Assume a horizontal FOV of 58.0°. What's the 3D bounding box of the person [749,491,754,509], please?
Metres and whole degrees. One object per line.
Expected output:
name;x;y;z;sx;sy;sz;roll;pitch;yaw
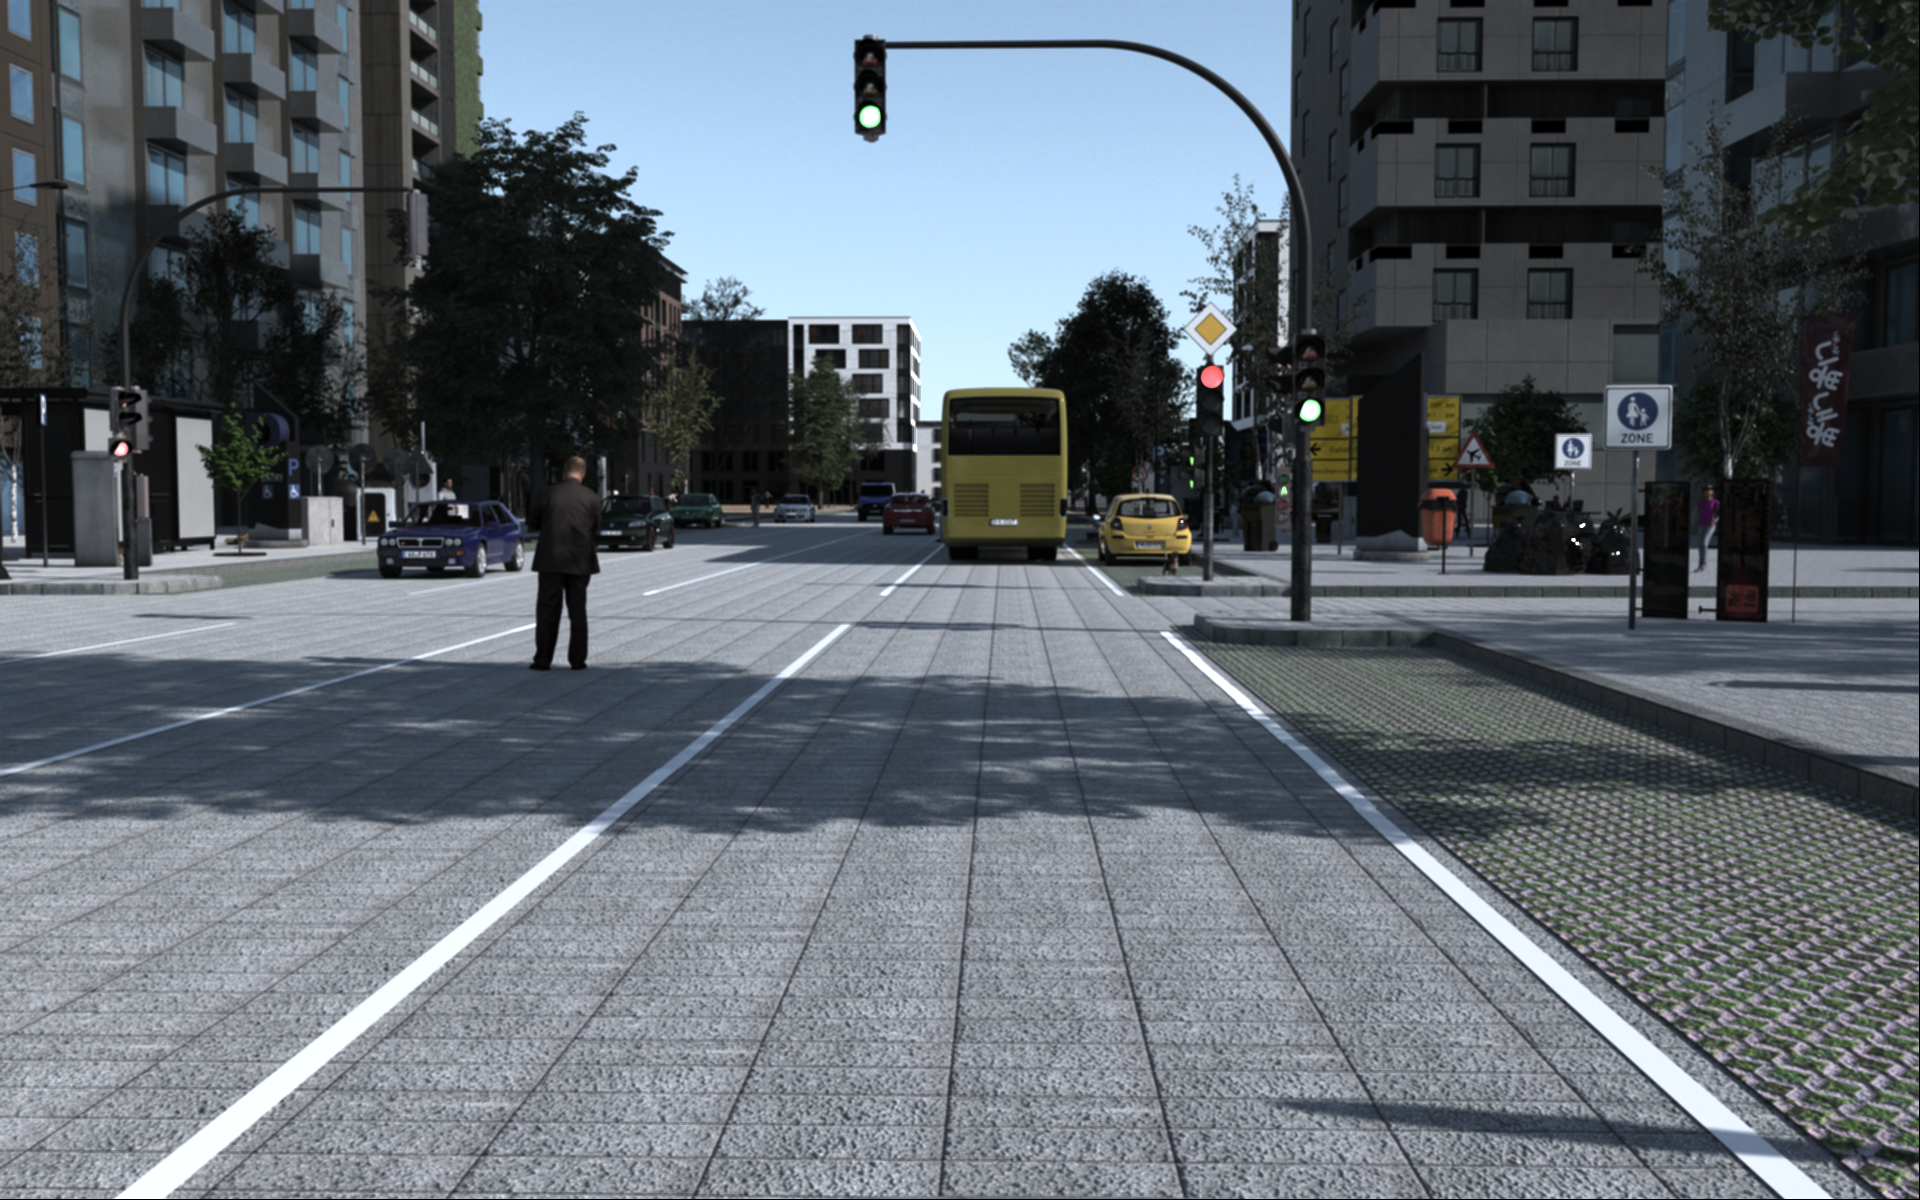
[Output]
person;-17.324;-8.394;144.756;0.593;1.643;0.415;0;4;-6

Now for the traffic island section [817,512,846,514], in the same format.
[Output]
traffic island section;-9.444;-6.417;127.783;1.991;0.108;1.994;0;4;2

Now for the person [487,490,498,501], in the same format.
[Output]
person;-26.391;-5.476;97.942;0.453;1.535;0.546;3;5;40

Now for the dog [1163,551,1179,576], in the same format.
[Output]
dog;3.431;-0.543;28.162;0.540;0.507;0.406;3;5;44

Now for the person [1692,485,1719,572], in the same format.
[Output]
person;12.172;-1.166;28.346;0.726;1.434;0.776;3;5;43

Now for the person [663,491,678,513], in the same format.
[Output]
person;-13.117;-4.247;78.678;0.628;1.438;0.799;1;4;19

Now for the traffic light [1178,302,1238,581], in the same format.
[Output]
traffic light;3.646;-2.236;25.474;0.839;4.253;0.868;0;4;2

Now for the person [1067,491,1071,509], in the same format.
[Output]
person;9.133;-8.801;149.931;1.348;1.826;0.705;2;4;27

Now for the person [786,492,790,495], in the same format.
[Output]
person;-13.335;-7.734;135.729;0.697;1.427;0.421;2;4;26

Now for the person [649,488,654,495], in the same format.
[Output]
person;-22.136;-7.218;124.770;0.721;1.743;1.217;-2;4;-28

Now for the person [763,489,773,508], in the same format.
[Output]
person;-17.364;-9.152;156.389;1.217;1.736;0.721;3;5;40

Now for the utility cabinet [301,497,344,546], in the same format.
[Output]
utility cabinet;-15.887;-1.959;43.183;0.306;1.237;1.020;2;4;34

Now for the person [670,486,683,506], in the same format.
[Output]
person;-18.675;-6.624;114.279;1.348;1.831;0.705;-1;4;-14

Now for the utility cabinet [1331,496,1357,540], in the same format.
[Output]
utility cabinet;10.749;-2.276;48.369;1.020;1.237;0.306;0;4;-6

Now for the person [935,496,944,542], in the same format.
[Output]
person;-0.478;-2.605;51.235;0.789;1.805;0.875;2;4;33

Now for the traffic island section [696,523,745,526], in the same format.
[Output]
traffic island section;-10.757;-3.386;78.229;1.991;0.108;1.994;0;4;2

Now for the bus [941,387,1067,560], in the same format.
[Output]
bus;0.988;-3.000;40.589;2.896;3.916;12.252;0;4;1

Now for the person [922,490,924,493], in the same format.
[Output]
person;-2.766;-7.529;132.156;0.990;1.755;0.434;0;4;-2

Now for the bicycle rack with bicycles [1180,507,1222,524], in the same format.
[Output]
bicycle rack with bicycles;9.757;-3.458;69.922;2.925;0.926;2.852;1;4;17

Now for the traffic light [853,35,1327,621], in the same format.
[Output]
traffic light;1.340;-2.614;17.406;4.771;5.953;1.251;0;4;2

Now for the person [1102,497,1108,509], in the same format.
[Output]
person;12.406;-8.466;145.180;1.217;1.743;0.721;3;4;36

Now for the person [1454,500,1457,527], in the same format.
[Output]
person;19.255;-3.590;67.968;0.697;1.427;0.421;-2;4;-25

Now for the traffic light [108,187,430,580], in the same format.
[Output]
traffic light;-10.336;-3.131;25.864;4.771;5.953;1.251;0;4;2

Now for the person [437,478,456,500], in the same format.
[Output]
person;-11.578;-1.873;39.275;0.789;1.805;0.875;2;4;24

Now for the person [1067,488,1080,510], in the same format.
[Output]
person;8.854;-7.859;135.239;1.217;1.736;0.721;-2;4;-31

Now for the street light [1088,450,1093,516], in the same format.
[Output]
street light;6.966;-7.764;99.487;1.470;5.913;1.316;0;4;2

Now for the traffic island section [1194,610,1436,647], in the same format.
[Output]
traffic island section;3.474;0.286;17.605;2.009;0.180;2.903;0;4;2

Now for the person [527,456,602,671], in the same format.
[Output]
person;-3.256;-0.307;14.213;0.600;1.739;0.565;3;5;44

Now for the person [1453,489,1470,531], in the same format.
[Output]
person;17.348;-3.239;59.923;0.530;1.710;0.541;0;4;-5

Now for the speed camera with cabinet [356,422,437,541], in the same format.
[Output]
speed camera with cabinet;-15.348;-3.230;47.148;2.038;3.252;0.660;0;4;-7

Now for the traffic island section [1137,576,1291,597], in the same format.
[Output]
traffic island section;3.686;-0.202;25.587;2.009;0.180;2.903;0;4;2

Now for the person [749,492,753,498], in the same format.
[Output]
person;-18.950;-9.370;159.374;1.348;1.807;0.705;2;4;35

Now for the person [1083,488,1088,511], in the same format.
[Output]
person;9.662;-7.769;133.141;0.705;1.814;1.350;1;4;16

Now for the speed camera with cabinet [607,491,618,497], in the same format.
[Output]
speed camera with cabinet;-17.144;-5.332;81.517;2.038;3.252;0.660;1;4;10

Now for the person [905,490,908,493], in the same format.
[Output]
person;-4.055;-7.309;128.728;1.217;1.743;0.721;-2;4;-30

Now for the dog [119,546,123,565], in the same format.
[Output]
dog;-15.384;-0.894;31.455;0.540;0.507;0.406;-3;5;-41

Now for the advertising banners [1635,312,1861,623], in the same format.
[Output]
advertising banners;7.861;-1.297;17.401;2.074;3.025;0.090;3;5;40

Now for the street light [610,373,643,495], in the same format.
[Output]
street light;-12.807;-5.737;66.333;1.470;5.913;1.316;0;4;2

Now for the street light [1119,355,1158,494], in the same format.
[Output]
street light;6.024;-5.226;57.987;1.470;5.913;1.316;0;4;2

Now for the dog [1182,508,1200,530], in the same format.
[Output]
dog;8.475;-2.957;62.726;0.513;0.831;0.800;-2;4;-32

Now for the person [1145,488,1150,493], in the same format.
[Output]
person;15.022;-8.037;138.170;1.217;1.743;0.721;3;5;41

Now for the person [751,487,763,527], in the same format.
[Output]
person;-8.963;-4.090;76.087;0.376;1.734;0.841;-2;4;-28

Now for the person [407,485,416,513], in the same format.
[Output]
person;-19.317;-3.326;61.151;0.376;1.734;0.841;-1;4;-15

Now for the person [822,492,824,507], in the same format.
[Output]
person;-11.886;-8.635;148.148;0.541;1.710;0.530;-1;4;-16

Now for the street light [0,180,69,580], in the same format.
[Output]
street light;-13.899;-3.258;25.814;1.470;5.913;1.316;0;4;2

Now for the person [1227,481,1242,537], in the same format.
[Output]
person;8.193;-2.750;51.734;0.376;1.734;0.841;1;4;22

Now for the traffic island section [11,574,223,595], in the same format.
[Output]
traffic island section;-12.470;-0.229;26.020;2.009;0.180;2.903;0;4;2

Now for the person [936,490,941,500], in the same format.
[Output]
person;-1.867;-9.895;170.290;1.348;1.824;0.705;-1;4;-14
